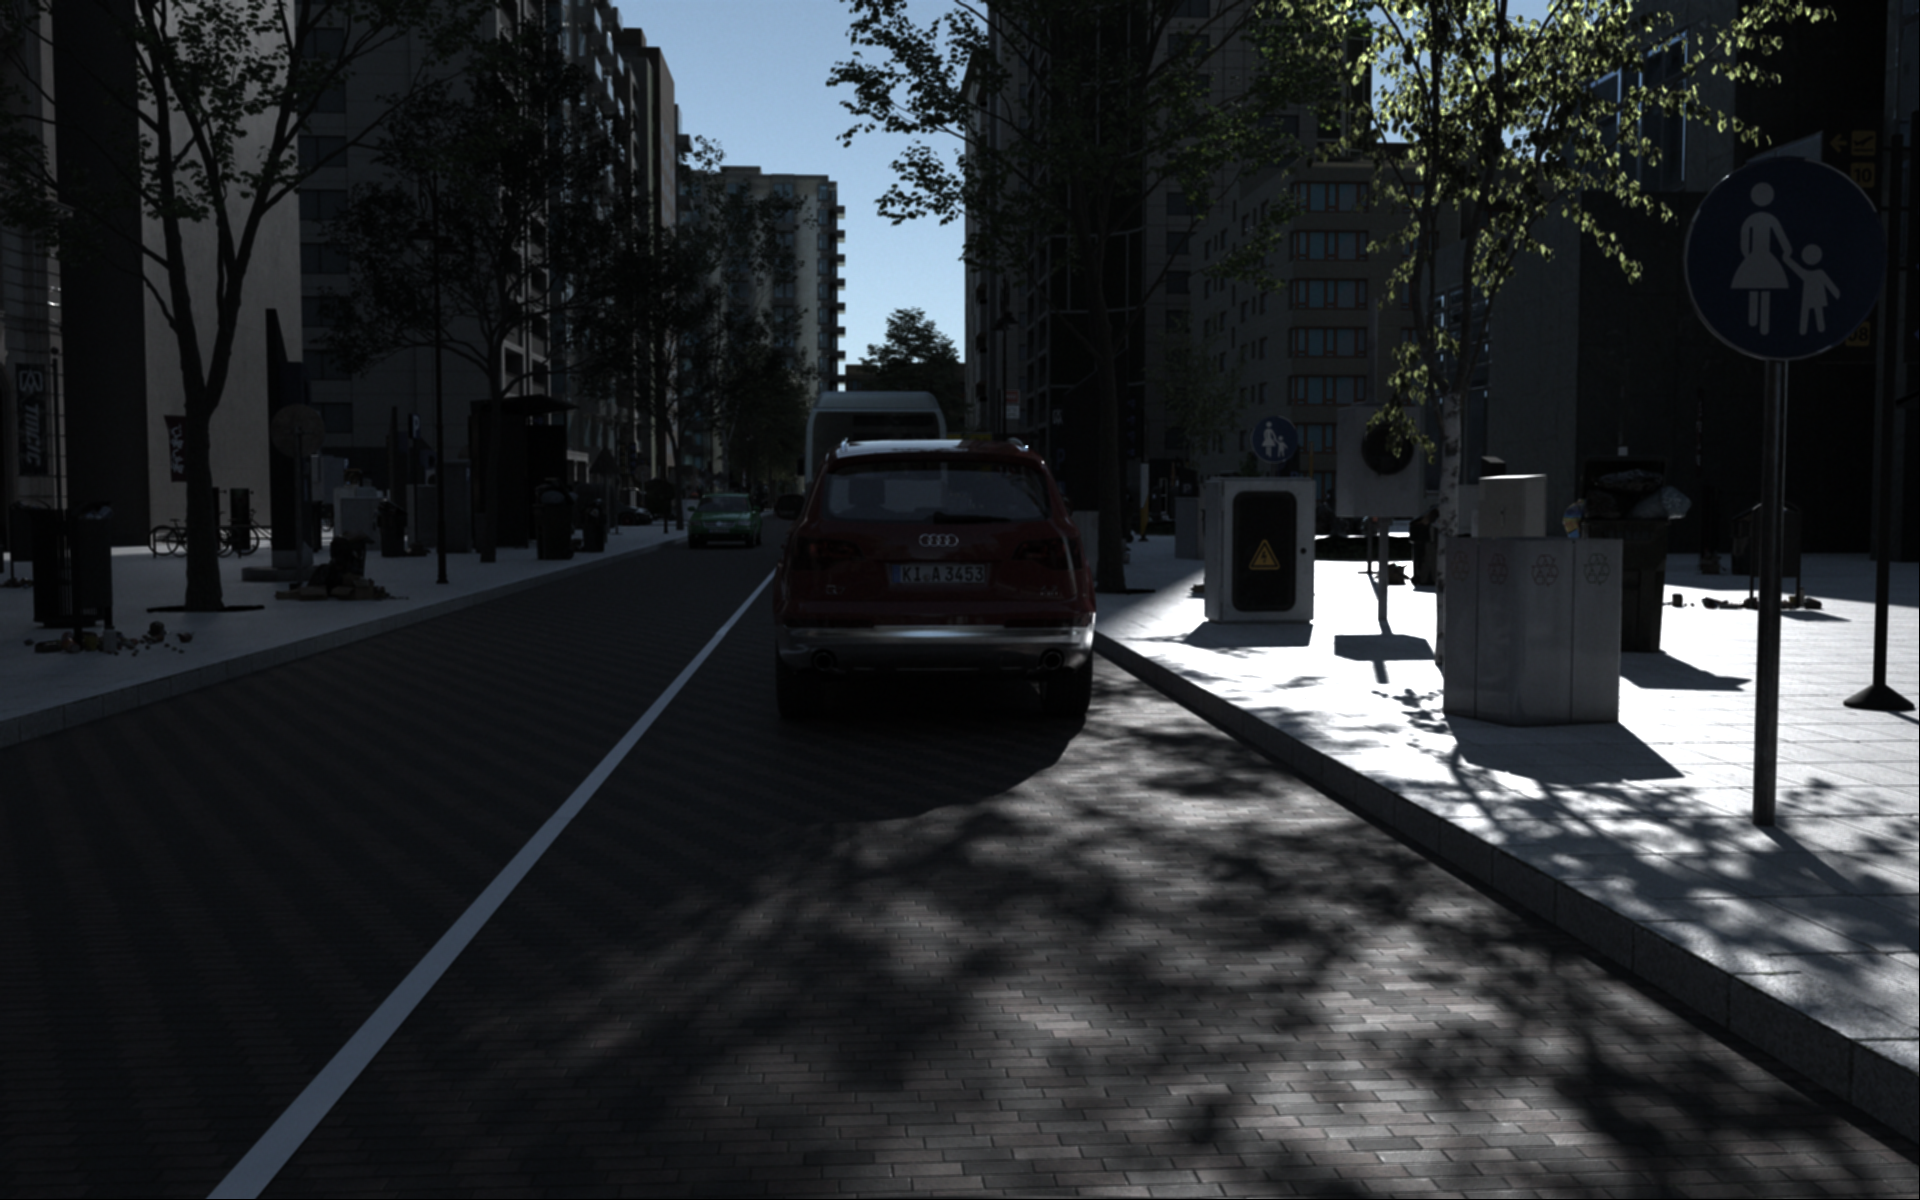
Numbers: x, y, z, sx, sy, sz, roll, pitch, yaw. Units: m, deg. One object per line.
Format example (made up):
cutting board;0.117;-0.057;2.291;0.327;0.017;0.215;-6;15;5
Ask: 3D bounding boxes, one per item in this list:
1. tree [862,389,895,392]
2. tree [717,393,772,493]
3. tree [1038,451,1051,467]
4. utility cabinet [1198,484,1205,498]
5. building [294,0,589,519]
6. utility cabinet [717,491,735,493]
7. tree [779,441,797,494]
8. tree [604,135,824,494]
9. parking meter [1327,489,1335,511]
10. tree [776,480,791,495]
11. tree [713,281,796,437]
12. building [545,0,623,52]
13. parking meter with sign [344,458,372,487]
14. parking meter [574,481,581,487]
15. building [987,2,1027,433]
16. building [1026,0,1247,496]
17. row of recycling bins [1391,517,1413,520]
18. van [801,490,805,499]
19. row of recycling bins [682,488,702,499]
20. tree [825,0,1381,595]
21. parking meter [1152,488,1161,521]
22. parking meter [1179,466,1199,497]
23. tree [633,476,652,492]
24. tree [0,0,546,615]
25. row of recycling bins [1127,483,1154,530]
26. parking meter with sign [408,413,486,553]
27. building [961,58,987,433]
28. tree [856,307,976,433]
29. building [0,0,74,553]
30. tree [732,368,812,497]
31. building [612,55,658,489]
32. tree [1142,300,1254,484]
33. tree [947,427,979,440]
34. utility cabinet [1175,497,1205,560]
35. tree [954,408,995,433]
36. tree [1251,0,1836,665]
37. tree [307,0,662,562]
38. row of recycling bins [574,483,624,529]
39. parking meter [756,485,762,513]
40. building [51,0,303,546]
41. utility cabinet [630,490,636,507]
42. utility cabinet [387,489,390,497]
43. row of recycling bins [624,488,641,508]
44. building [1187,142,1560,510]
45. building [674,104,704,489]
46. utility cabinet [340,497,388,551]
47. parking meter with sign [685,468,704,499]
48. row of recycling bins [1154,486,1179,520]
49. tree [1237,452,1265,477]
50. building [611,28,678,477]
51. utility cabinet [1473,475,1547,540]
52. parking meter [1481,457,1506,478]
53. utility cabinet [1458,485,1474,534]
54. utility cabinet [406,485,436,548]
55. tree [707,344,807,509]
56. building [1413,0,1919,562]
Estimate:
tree;-5.846;-12.654;141.301;8.767;10.594;7.601;0;4;3
tree;-14.966;-10.500;122.036;4.360;8.622;3.978;0;3;0
tree;3.605;-5.145;78.724;1.663;3.219;1.824;0;3;0
utility cabinet;5.205;-1.774;37.683;0.318;1.500;1.173;0;4;-7
building;-32.316;-40.317;97.437;20.563;71.187;20.611;0;4;-4
utility cabinet;-16.287;-6.842;120.551;1.173;1.500;0.318;-1;4;-21
tree;-18.594;-14.266;183.618;4.737;8.622;4.395;0;3;0
tree;-14.027;-14.594;94.499;12.611;20.169;13.585;0;3;0
parking meter;17.490;-4.484;81.726;0.372;1.533;0.369;0;3;0
tree;-20.356;-12.611;200.789;1.663;3.219;1.824;0;3;0
tree;-9.957;-7.788;61.754;8.767;10.594;7.601;0;4;-1
building;-37.639;-31.296;131.300;23.786;49.044;30.456;0;4;-4
parking meter with sign;-29.216;-5.421;84.901;1.738;3.016;0.543;-3;5;-44
parking meter;-17.008;-4.369;77.150;0.255;1.863;0.399;1;4;15
building;13.264;-38.750;175.567;21.231;58.520;28.212;0;4;-4
building;14.045;-42.295;129.780;20.563;71.187;20.611;0;4;-4
row of recycling bins;21.119;-4.741;84.628;3.534;1.692;1.069;-3;5;-40
van;-13.636;-9.159;156.753;2.013;2.044;4.112;0;4;-4
row of recycling bins;-18.965;-7.075;122.786;1.069;1.692;3.534;1;4;13
tree;1.819;-5.905;22.300;9.928;11.665;9.643;0;3;0
parking meter;7.874;-3.727;69.340;0.372;1.533;0.369;0;3;0
parking meter;4.806;-1.877;36.407;0.399;1.863;0.255;1;4;18
tree;-23.981;-8.416;132.206;1.663;3.219;1.824;0;3;0
tree;-8.244;-5.693;18.838;9.928;11.665;9.643;0;3;0
row of recycling bins;5.130;-3.333;61.609;3.534;1.692;1.069;-3;4;-36
parking meter with sign;-11.018;-2.532;37.658;1.738;3.016;0.543;0;4;0
building;14.872;-37.583;203.718;28.713;52.752;27.495;0;4;-4
tree;-2.743;-11.471;105.680;7.486;12.596;7.792;0;3;0
building;-25.647;-11.353;27.418;13.314;21.916;24.055;0;4;-4
tree;-18.381;-16.125;170.299;9.857;13.997;8.962;0;3;0
building;-35.407;-28.952;156.961;14.154;41.232;14.086;0;4;-4
tree;9.065;-7.108;66.578;4.737;8.622;4.395;0;3;0
tree;0.204;-3.381;49.886;1.663;3.219;1.824;0;3;0
utility cabinet;4.598;-1.412;34.251;0.306;1.237;1.020;-1;4;-18
tree;1.281;-11.902;144.965;4.360;8.622;3.978;0;3;0
tree;3.876;-3.824;12.891;4.360;8.622;3.978;0;3;0
tree;-8.544;-5.988;32.318;7.601;10.594;8.767;-1;4;-9
row of recycling bins;-13.570;-3.512;64.531;1.069;1.692;3.534;0;4;2
parking meter;-13.532;-6.765;116.325;0.255;1.863;0.399;-3;4;-39
building;-32.341;-15.576;48.171;24.014;27.812;14.314;0;4;-4
utility cabinet;-23.745;-7.151;125.596;1.173;1.500;0.318;3;5;43
utility cabinet;-26.476;-4.406;80.721;0.318;1.500;1.173;-1;4;-23
row of recycling bins;-22.426;-6.749;117.456;1.069;1.692;3.534;-1;4;-22
building;30.816;-15.894;104.914;28.899;21.520;27.650;0;4;-4
building;-46.622;-35.582;201.371;30.456;49.044;23.786;0;4;-4
utility cabinet;-13.476;-1.716;39.215;1.020;1.237;0.306;-2;4;-24
parking meter with sign;-18.167;-7.377;116.869;1.738;3.016;0.543;1;4;10
row of recycling bins;10.558;-4.933;87.770;3.534;1.692;1.069;1;4;10
tree;13.021;-5.159;78.944;1.663;3.219;1.824;0;3;0
building;-35.649;-31.857;170.969;14.600;45.320;14.200;0;4;-4
utility cabinet;6.531;-0.727;20.572;0.318;1.500;1.173;-1;4;-8
parking meter;8.295;-1.300;26.974;0.255;1.863;0.399;-1;4;-9
utility cabinet;12.218;-1.999;41.362;0.318;1.500;1.173;-2;4;-28
utility cabinet;-12.779;-2.002;41.405;0.318;1.500;1.173;1;4;12
tree;-15.293;-13.002;130.709;7.486;12.596;7.792;0;3;0
building;24.638;-43.891;30.293;22.319;86.520;31.000;0;4;-4
